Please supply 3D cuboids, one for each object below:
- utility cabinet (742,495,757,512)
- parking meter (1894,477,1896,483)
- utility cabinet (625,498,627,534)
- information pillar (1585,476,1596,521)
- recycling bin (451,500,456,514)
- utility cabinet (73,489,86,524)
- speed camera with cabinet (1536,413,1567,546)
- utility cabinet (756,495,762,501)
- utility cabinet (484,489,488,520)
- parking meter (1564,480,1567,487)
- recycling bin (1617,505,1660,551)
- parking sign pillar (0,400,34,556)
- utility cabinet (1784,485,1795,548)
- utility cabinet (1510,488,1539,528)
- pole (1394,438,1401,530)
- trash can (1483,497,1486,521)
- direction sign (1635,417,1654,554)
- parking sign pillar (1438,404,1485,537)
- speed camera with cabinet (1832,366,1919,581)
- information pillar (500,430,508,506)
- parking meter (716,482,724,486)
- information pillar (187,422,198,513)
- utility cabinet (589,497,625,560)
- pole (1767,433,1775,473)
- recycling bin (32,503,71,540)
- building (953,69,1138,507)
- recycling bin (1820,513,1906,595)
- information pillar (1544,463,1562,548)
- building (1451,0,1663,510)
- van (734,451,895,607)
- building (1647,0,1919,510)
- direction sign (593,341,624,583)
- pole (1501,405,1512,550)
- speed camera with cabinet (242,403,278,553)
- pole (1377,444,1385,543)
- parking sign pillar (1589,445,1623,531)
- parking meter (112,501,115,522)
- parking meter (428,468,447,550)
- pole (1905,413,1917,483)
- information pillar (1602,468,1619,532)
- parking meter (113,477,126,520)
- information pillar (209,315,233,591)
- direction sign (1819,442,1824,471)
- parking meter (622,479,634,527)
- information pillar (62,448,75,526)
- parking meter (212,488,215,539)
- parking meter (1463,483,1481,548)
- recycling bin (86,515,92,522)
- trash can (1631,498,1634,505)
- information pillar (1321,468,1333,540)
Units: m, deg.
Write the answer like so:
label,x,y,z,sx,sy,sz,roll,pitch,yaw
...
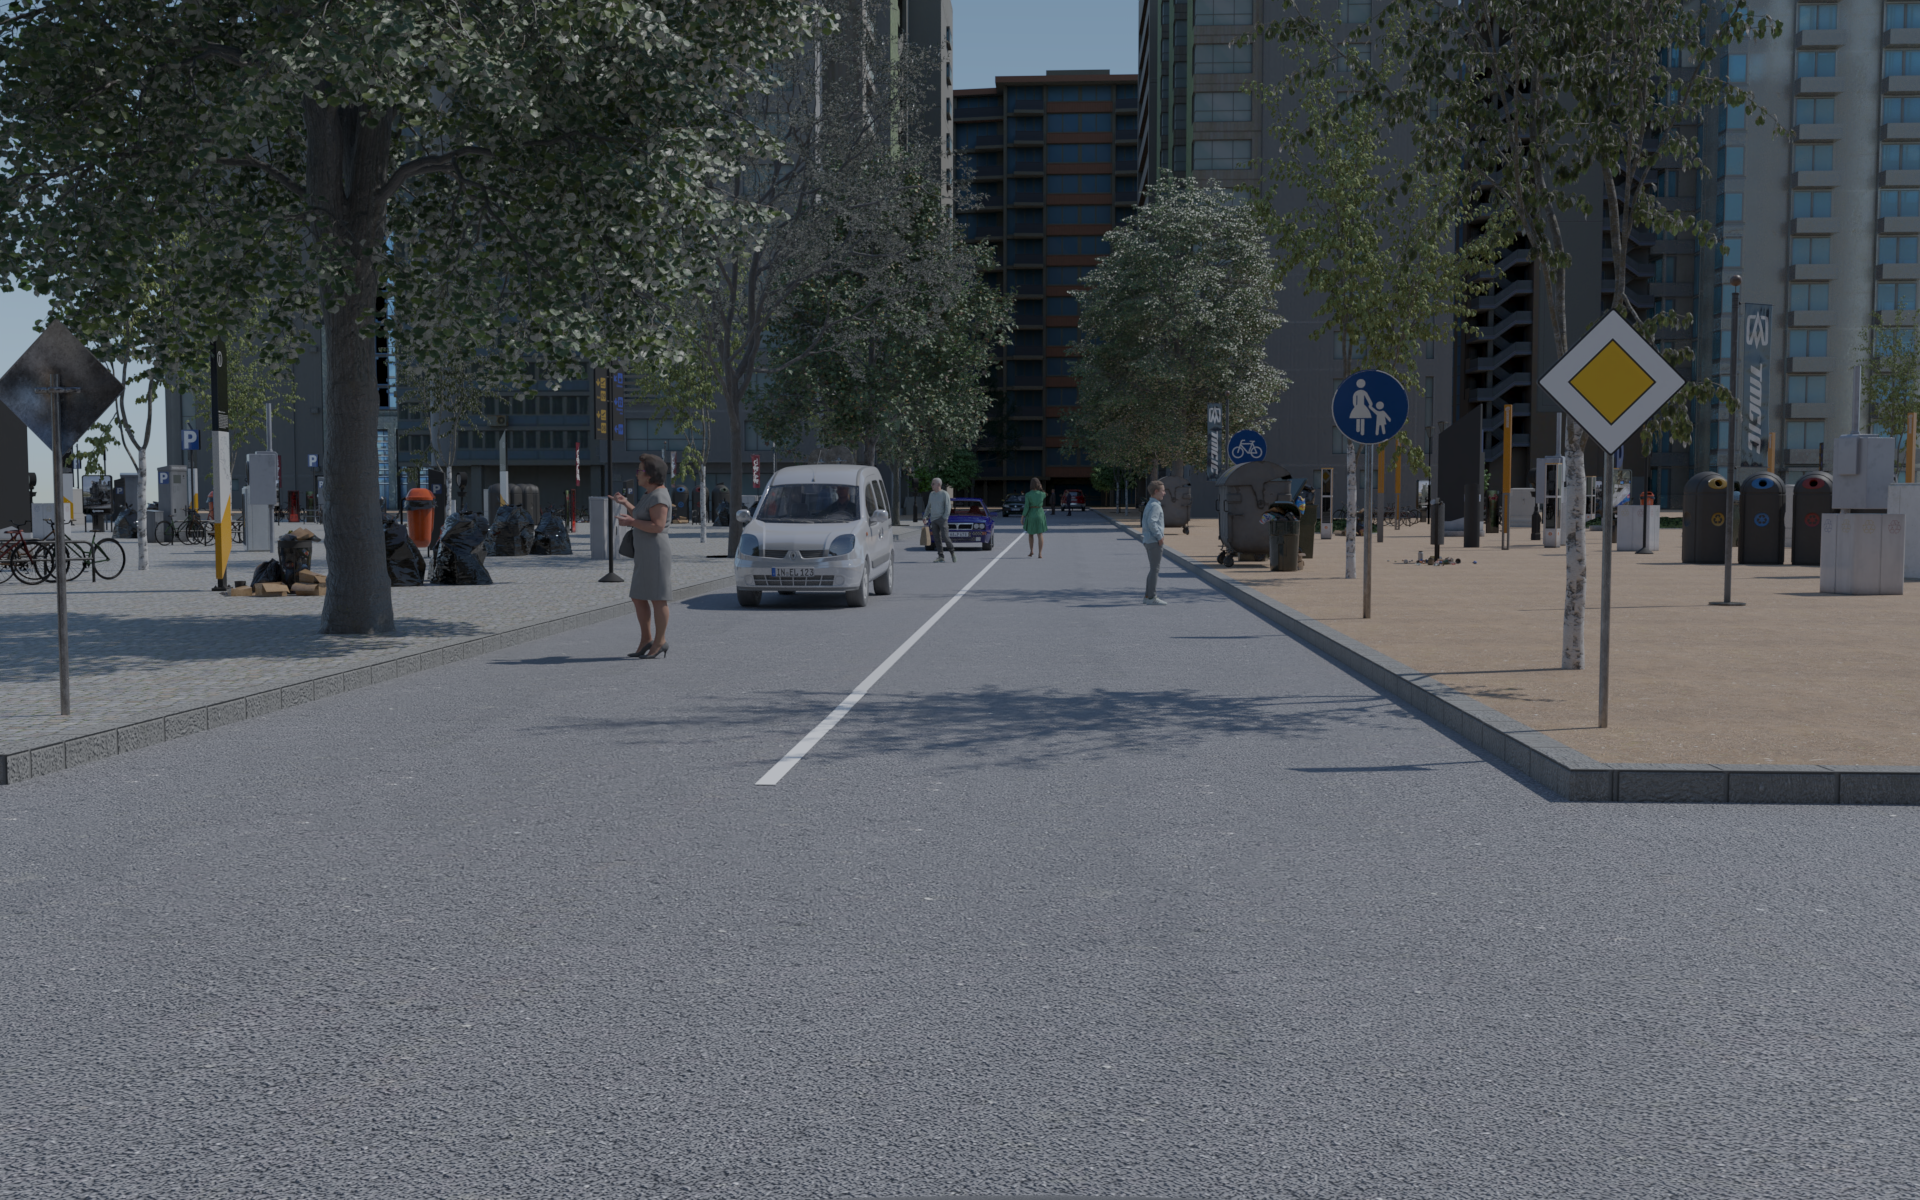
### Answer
label,x,y,z,sx,sy,sz,roll,pitch,yaw
utility cabinet,-9.941,-4.268,80.951,1.020,1.237,0.306,2,4,26
parking meter,31.531,-3.239,58.667,0.255,1.863,0.399,3,4,36
utility cabinet,-8.054,-1.744,39.678,1.020,1.237,0.306,3,5,40
information pillar,25.996,-4.094,71.426,0.304,2.012,0.304,-3,5,-43
recycling bin,-22.027,-3.778,74.329,0.722,1.027,0.722,-1,4,-18
utility cabinet,-37.152,-3.894,72.349,0.318,1.500,1.173,2,4,29
speed camera with cabinet,14.725,-2.967,42.852,0.660,3.252,2.038,2,4,29
utility cabinet,-7.686,-3.642,70.712,1.020,1.237,0.306,0,4,2
utility cabinet,-21.532,-4.389,80.446,1.173,1.500,0.318,1,4,22
parking meter,24.080,-3.871,69.002,0.399,1.863,0.255,-1,4,-9
recycling bin,15.291,-1.620,39.043,0.722,1.027,0.722,3,5,41
parking sign pillar,-20.404,-2.938,36.507,1.447,3.967,1.447,3,5,41
utility cabinet,20.068,-1.970,40.882,1.173,1.500,0.318,-1,4,-15
utility cabinet,21.231,-3.460,65.242,0.318,1.500,1.173,-2,4,-35
pole,15.656,-4.164,61.926,0.158,3.312,0.155,0,3,0
trash can,25.019,-4.304,82.027,0.748,1.137,0.748,0,3,0
direction sign,14.654,-2.752,36.990,0.379,3.537,0.876,1,4,8
parking sign pillar,15.159,-3.910,52.397,1.447,3.967,1.447,3,4,36
speed camera with cabinet,14.241,-1.951,26.238,0.660,3.252,2.038,-1,4,-18
information pillar,-16.683,-4.406,63.396,0.183,3.616,0.504,-3,5,-41
parking meter,-11.588,-4.761,83.545,0.399,1.863,0.255,-1,4,-13
information pillar,-24.990,-3.978,56.392,0.504,3.616,0.183,3,5,41
utility cabinet,-6.993,-1.413,34.270,0.306,1.237,1.020,0,4,8
pole,26.916,-3.895,57.518,0.158,3.312,0.155,0,3,0
recycling bin,-25.549,-2.211,48.707,0.722,1.027,0.722,0,4,6
building,11.576,-32.248,181.871,28.867,44.769,22.147,0,4,3
recycling bin,11.605,-0.595,22.280,0.722,1.027,0.722,0,4,-8
information pillar,14.130,-2.250,41.273,0.304,2.012,0.304,3,4,39
building,49.903,-30.452,147.996,14.200,45.320,14.600,0,4,3
van,-1.896,-0.999,23.346,2.013,2.044,4.112,0,4,5
building,71.880,-31.912,141.366,30.456,49.044,23.786,0,4,3
direction sign,-5.087,-2.028,25.159,0.379,3.537,0.876,1,4,16
pole,12.514,-2.800,39.630,0.158,3.312,0.155,0,3,0
speed camera with cabinet,-15.543,-2.694,38.377,0.660,3.252,2.038,-2,4,-26
pole,11.138,-3.179,45.823,0.158,3.312,0.155,0,3,0
parking sign pillar,22.717,-4.392,60.285,1.447,3.967,1.447,2,4,32
parking meter,-39.209,-4.405,80.439,0.372,1.533,0.369,0,3,0
parking meter,-11.917,-2.070,39.551,0.399,1.863,0.255,-1,4,-10
pole,23.883,-3.040,43.541,0.158,3.312,0.155,0,3,0
information pillar,18.523,-2.741,49.307,0.304,2.012,0.304,-1,4,-12
parking meter,-29.185,-3.329,60.137,0.399,1.863,0.255,-2,4,-26
information pillar,-9.803,-1.933,22.966,0.183,3.616,0.504,0,4,-8
direction sign,37.897,-5.156,76.290,0.379,3.537,0.876,1,4,18
parking meter,-12.892,-3.768,67.324,0.399,1.863,0.255,-3,5,-43
information pillar,-36.265,-4.828,70.289,0.504,3.616,0.183,-2,4,-31
parking meter,-20.987,-2.491,49.142,0.372,1.533,0.369,0,3,0
parking meter,12.263,-2.022,41.475,0.372,1.533,0.369,0,3,0
recycling bin,-40.613,-4.187,81.017,0.722,1.027,0.722,-1,4,-15
trash can,27.270,-3.633,71.058,0.748,1.137,0.748,0,3,0
information pillar,10.368,-2.719,48.951,0.304,2.012,0.304,1,4,17
